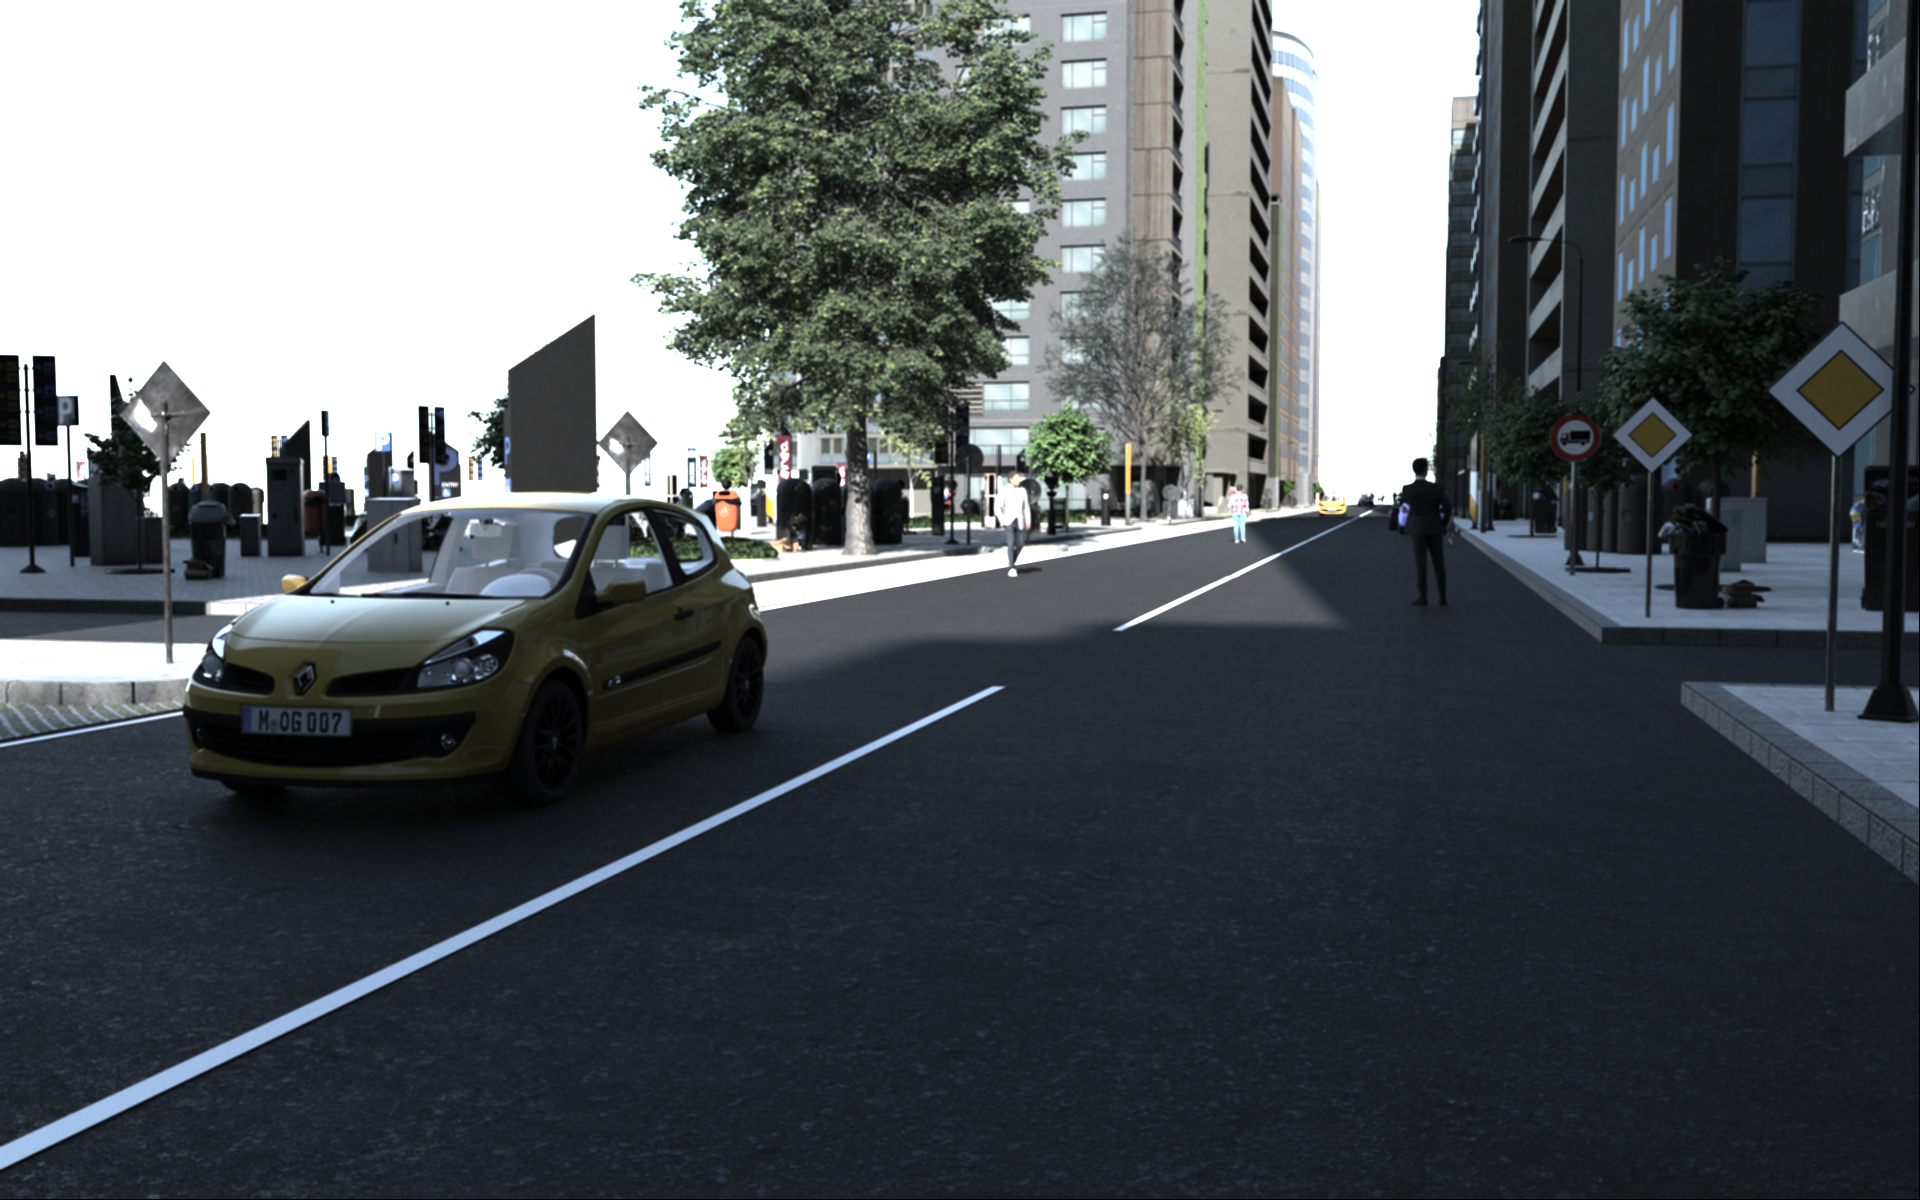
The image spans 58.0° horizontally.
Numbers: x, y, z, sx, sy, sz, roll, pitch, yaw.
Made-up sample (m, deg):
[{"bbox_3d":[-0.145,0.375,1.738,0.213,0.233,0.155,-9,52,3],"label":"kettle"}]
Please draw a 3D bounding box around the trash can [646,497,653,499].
[{"bbox_3d":[-15.290,-4.440,84.242,0.748,1.137,0.748,0,3,0],"label":"trash can"}]

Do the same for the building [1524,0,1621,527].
[{"bbox_3d":[36.357,-27.530,73.815,21.300,48.544,21.600,1,4,14],"label":"building"}]

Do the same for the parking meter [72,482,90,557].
[{"bbox_3d":[-18.067,-1.662,35.580,0.372,1.533,0.369,0,3,0],"label":"parking meter"}]

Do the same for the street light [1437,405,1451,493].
[{"bbox_3d":[25.838,-7.218,90.550,1.470,5.913,1.316,1,4,14],"label":"street light"}]

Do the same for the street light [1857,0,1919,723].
[{"bbox_3d":[4.788,-2.282,9.847,1.470,5.913,1.316,1,4,14],"label":"street light"}]

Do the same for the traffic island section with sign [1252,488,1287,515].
[{"bbox_3d":[20.784,-6.622,116.899,1.989,1.847,2.006,1,4,14],"label":"traffic island section with sign"}]

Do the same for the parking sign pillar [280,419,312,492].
[{"bbox_3d":[-23.771,-4.493,61.940,1.447,3.967,1.447,1,4,16],"label":"parking sign pillar"}]

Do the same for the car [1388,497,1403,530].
[{"bbox_3d":[18.409,-3.545,70.538,1.945,1.354,3.894,1,4,16],"label":"car"}]

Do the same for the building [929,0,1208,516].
[{"bbox_3d":[6.785,-25.621,102.491,14.154,41.232,14.086,1,4,14],"label":"building"}]

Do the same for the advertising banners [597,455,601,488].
[{"bbox_3d":[-16.538,-4.944,77.030,0.090,3.025,2.074,2,4,24],"label":"advertising banners"}]

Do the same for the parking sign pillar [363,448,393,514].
[{"bbox_3d":[-26.576,-5.547,79.160,1.447,3.967,1.447,3,4,37],"label":"parking sign pillar"}]

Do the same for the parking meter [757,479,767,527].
[{"bbox_3d":[-7.759,-3.797,67.785,0.255,1.863,0.399,-2,4,-33],"label":"parking meter"}]

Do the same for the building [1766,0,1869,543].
[{"bbox_3d":[27.207,-24.432,49.570,14.600,45.320,14.200,1,4,14],"label":"building"}]

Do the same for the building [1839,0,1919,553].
[{"bbox_3d":[29.864,-24.771,24.611,30.456,49.044,23.786,1,4,14],"label":"building"}]

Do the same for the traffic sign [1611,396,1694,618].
[{"bbox_3d":[7.135,-0.873,17.910,0.795,2.450,0.064,1,4,14],"label":"traffic sign"}]

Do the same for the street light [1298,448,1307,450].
[{"bbox_3d":[34.489,-12.429,175.751,1.470,5.913,1.316,1,4,14],"label":"street light"}]

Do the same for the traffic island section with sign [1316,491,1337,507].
[{"bbox_3d":[41.655,-11.563,197.688,1.989,1.847,2.006,1,4,14],"label":"traffic island section with sign"}]

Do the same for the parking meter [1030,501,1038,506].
[{"bbox_3d":[2.809,-3.568,66.747,0.372,1.533,0.369,0,3,0],"label":"parking meter"}]

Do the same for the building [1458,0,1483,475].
[{"bbox_3d":[54.503,-32.090,144.285,23.786,49.044,30.456,1,4,14],"label":"building"}]

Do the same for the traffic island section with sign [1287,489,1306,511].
[{"bbox_3d":[27.527,-8.219,143.000,1.989,1.847,2.006,1,4,14],"label":"traffic island section with sign"}]

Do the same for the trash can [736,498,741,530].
[{"bbox_3d":[-8.067,-3.129,62.817,0.748,1.137,0.748,0,3,0],"label":"trash can"}]

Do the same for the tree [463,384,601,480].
[{"bbox_3d":[-10.549,-3.650,43.393,4.285,4.588,4.351,0,3,0],"label":"tree"}]

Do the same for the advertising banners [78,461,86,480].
[{"bbox_3d":[-45.170,-5.760,90.368,2.074,3.025,0.090,1,4,19],"label":"advertising banners"}]

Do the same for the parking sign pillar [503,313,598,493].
[{"bbox_3d":[-6.083,-2.280,25.750,1.447,3.967,1.447,-2,4,-28],"label":"parking sign pillar"}]

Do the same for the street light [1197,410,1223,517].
[{"bbox_3d":[13.807,-7.528,95.625,1.470,5.913,1.316,1,4,14],"label":"street light"}]

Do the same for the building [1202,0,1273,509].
[{"bbox_3d":[14.193,-31.802,143.667,21.300,48.544,21.600,1,4,14],"label":"building"}]

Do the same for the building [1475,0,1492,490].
[{"bbox_3d":[45.841,-35.106,115.988,21.231,58.520,28.212,1,4,14],"label":"building"}]

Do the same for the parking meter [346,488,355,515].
[{"bbox_3d":[-26.011,-4.005,73.900,0.372,1.533,0.369,0,3,0],"label":"parking meter"}]

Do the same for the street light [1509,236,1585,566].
[{"bbox_3d":[10.557,-3.586,31.177,1.470,5.913,1.316,1,4,14],"label":"street light"}]

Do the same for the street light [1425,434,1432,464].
[{"bbox_3d":[37.004,-9.896,134.343,1.470,5.913,1.316,1,4,14],"label":"street light"}]

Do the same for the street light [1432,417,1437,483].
[{"bbox_3d":[29.302,-8.050,104.165,1.470,5.913,1.316,1,4,14],"label":"street light"}]

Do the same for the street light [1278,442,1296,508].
[{"bbox_3d":[29.054,-11.127,154.474,1.470,5.913,1.316,1,4,14],"label":"street light"}]

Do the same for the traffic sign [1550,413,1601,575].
[{"bbox_3d":[9.689,-1.665,27.330,0.768,2.556,0.104,1,4,16],"label":"traffic sign"}]

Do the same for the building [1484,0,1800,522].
[{"bbox_3d":[36.916,-27.283,96.187,14.600,45.320,14.200,1,4,14],"label":"building"}]

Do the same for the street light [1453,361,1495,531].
[{"bbox_3d":[18.039,-5.386,60.602,1.470,5.913,1.316,1,4,14],"label":"street light"}]

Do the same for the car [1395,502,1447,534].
[{"bbox_3d":[16.818,-3.263,62.938,1.945,1.707,3.694,1,4,14],"label":"car"}]

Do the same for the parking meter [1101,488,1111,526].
[{"bbox_3d":[5.912,-3.779,70.198,0.372,1.533,0.369,0,3,0],"label":"parking meter"}]

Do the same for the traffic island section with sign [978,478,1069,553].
[{"bbox_3d":[1.629,-2.084,42.695,1.989,1.847,2.006,1,4,14],"label":"traffic island section with sign"}]

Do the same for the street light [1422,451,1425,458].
[{"bbox_3d":[44.894,-11.740,164.491,1.470,5.913,1.316,1,4,14],"label":"street light"}]

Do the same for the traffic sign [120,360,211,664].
[{"bbox_3d":[-5.987,-0.576,13.061,0.795,2.450,0.064,1,4,14],"label":"traffic sign"}]

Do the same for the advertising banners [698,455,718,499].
[{"bbox_3d":[-11.017,-5.037,78.548,0.090,3.025,2.074,3,5,44],"label":"advertising banners"}]

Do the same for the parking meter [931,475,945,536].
[{"bbox_3d":[-0.691,-2.922,53.479,0.399,1.863,0.255,1,4,13],"label":"parking meter"}]

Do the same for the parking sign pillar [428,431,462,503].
[{"bbox_3d":[-21.683,-5.163,72.891,1.447,3.967,1.447,-2,4,-31],"label":"parking sign pillar"}]

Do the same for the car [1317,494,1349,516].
[{"bbox_3d":[24.456,-6.315,113.481,2.015,1.641,3.980,1,4,15],"label":"car"}]

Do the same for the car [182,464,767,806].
[{"bbox_3d":[-2.403,0.055,9.320,2.015,1.641,3.980,1,4,13],"label":"car"}]

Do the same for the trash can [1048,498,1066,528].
[{"bbox_3d":[3.677,-3.276,65.215,0.748,1.137,0.748,0,3,0],"label":"trash can"}]

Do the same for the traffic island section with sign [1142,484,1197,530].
[{"bbox_3d":[8.363,-3.680,68.799,1.989,1.847,2.006,1,4,14],"label":"traffic island section with sign"}]

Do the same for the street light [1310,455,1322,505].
[{"bbox_3d":[42.287,-14.262,205.732,1.470,5.913,1.316,1,4,14],"label":"street light"}]

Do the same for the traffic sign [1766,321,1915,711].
[{"bbox_3d":[5.138,-0.400,10.178,0.795,2.450,0.064,1,4,14],"label":"traffic sign"}]

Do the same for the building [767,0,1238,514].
[{"bbox_3d":[3.220,-26.383,123.246,32.217,40.220,23.993,1,4,14],"label":"building"}]

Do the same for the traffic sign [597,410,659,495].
[{"bbox_3d":[-3.991,-1.049,20.793,0.795,2.450,0.064,1,4,14],"label":"traffic sign"}]

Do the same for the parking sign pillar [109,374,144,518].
[{"bbox_3d":[-19.058,-3.129,39.634,1.447,3.967,1.447,-1,4,-15],"label":"parking sign pillar"}]

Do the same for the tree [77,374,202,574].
[{"bbox_3d":[-13.510,-2.053,28.167,1.663,3.219,1.824,0,3,0],"label":"tree"}]

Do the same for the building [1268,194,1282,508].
[{"bbox_3d":[22.369,-23.858,161.783,14.160,30.474,14.107,1,4,14],"label":"building"}]

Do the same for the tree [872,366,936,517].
[{"bbox_3d":[-2.667,-8.784,93.976,4.737,8.622,4.395,0,3,0],"label":"tree"}]

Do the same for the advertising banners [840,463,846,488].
[{"bbox_3d":[-5.931,-6.215,97.796,2.074,3.025,0.090,0,4,8],"label":"advertising banners"}]

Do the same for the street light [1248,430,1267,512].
[{"bbox_3d":[21.391,-9.326,125.024,1.470,5.913,1.316,1,4,14],"label":"street light"}]

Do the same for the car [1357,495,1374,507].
[{"bbox_3d":[46.874,-11.464,200.016,1.945,1.354,3.894,1,4,16],"label":"car"}]

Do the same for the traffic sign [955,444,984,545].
[{"bbox_3d":[0.217,-2.675,43.850,0.768,2.556,0.104,1,4,17],"label":"traffic sign"}]

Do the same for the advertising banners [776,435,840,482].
[{"bbox_3d":[-4.584,-3.394,51.673,2.074,3.025,0.090,-2,4,-35],"label":"advertising banners"}]
